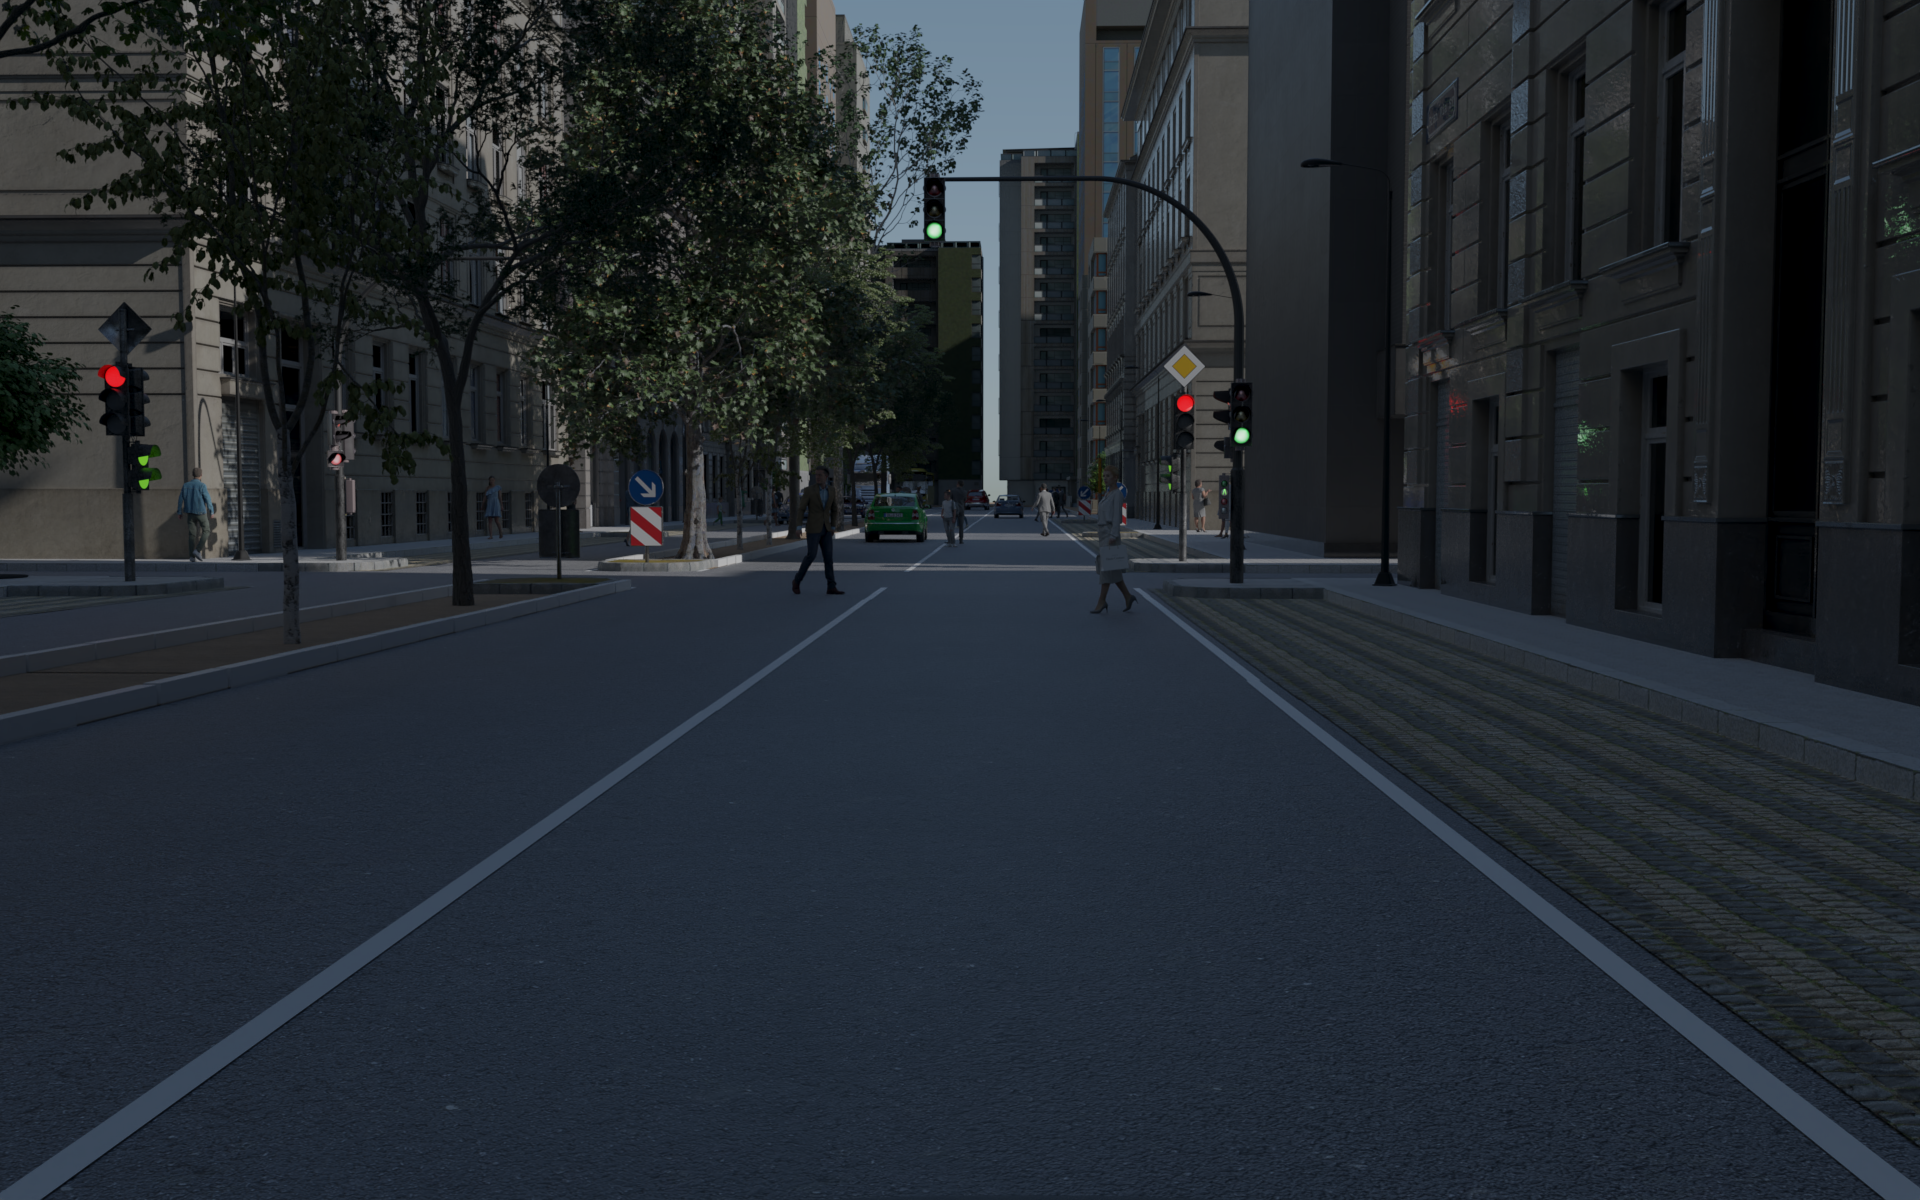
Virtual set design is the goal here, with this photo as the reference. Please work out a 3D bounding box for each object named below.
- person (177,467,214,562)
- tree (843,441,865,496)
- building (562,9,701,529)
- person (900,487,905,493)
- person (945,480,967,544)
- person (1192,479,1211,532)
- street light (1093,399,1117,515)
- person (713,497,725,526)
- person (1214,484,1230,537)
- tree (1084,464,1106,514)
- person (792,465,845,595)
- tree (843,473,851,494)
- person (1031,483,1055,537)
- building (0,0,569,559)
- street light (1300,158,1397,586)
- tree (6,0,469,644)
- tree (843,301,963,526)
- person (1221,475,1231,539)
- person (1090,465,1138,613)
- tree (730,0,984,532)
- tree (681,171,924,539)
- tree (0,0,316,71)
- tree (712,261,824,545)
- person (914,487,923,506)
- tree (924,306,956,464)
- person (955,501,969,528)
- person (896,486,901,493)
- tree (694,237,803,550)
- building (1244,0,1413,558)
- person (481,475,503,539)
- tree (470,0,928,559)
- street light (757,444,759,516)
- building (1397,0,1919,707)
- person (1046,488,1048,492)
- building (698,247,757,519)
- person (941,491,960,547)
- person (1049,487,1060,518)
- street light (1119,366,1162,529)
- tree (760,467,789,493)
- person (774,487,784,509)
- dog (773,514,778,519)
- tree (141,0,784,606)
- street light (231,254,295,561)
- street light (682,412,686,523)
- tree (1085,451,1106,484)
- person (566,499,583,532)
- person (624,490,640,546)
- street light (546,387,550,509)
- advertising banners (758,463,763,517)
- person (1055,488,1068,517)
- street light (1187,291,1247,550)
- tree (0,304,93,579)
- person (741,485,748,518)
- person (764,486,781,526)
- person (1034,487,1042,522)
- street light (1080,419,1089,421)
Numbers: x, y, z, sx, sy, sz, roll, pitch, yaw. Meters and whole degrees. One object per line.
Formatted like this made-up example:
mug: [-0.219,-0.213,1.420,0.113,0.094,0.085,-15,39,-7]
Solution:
person: [-14.442,-1.610,32.717,0.601,1.785,0.444,0,4,6]
tree: [-10.343,-12.539,155.378,4.737,8.622,4.395,0,3,0]
building: [-19.275,-14.261,74.969,13.314,21.916,24.055,0,4,2]
person: [-3.420,-5.650,100.736,0.638,1.841,0.748,1,4,10]
person: [-0.121,-2.549,49.984,0.655,1.846,0.447,-1,4,-17]
person: [8.145,-3.164,58.129,0.716,1.782,0.532,3,5,42]
street light: [7.363,-6.882,85.065,1.470,5.913,1.316,0,4,2]
person: [-10.737,-3.937,77.115,0.590,1.304,0.306,-1,4,-17]
person: [7.899,-2.752,51.139,0.778,1.811,0.616,2,4,29]
tree: [8.726,-7.136,111.268,1.663,3.219,1.824,0,3,0]
person: [-2.054,-0.998,24.721,0.836,1.842,0.656,2,4,24]
tree: [-10.543,-10.227,161.820,1.663,3.219,1.824,0,3,0]
person: [2.848,-3.048,58.605,0.678,1.792,0.850,-2,4,-25]
building: [-21.771,-13.120,47.800,16.112,22.955,30.059,0,4,2]
street light: [5.409,-3.154,24.107,1.470,5.913,1.316,0,4,2]
tree: [-6.323,-3.863,15.984,4.737,8.622,4.395,0,3,0]
tree: [-3.990,-9.018,84.311,8.767,10.594,7.601,0,4,2]
person: [7.832,-2.674,49.646,0.514,1.842,0.818,-3,5,-44]
person: [1.863,-0.736,20.881,0.624,1.780,0.694,0,4,-2]
tree: [-5.808,-12.712,66.194,12.611,20.169,13.585,0,3,0]
tree: [-5.327,-8.202,54.685,7.486,12.596,7.792,0,3,0]
tree: [-6.143,-4.908,8.464,9.928,11.665,9.643,0,3,0]
tree: [-5.345,-5.847,48.413,4.360,8.622,3.978,0,3,0]
person: [-1.957,-4.644,84.696,0.520,1.790,0.573,2,4,33]
tree: [-4.137,-10.477,91.888,7.486,12.596,7.792,0,3,0]
person: [0.045,-3.888,72.661,0.643,1.750,0.593,3,5,43]
person: [-2.722,-4.063,75.107,0.511,1.800,0.466,2,4,30]
tree: [-5.596,-5.563,43.779,4.737,8.622,4.395,0,3,0]
building: [19.371,-15.011,38.932,24.014,27.812,14.314,0,4,2]
person: [-13.304,-2.638,49.270,0.616,1.811,0.778,1,4,8]
tree: [-5.602,-7.151,36.391,9.611,12.733,9.660,0,3,0]
street light: [-11.240,-7.859,101.034,1.470,5.913,1.316,0,4,2]
building: [11.495,-13.113,11.658,12.463,27.353,25.104,0,4,2]
person: [5.281,-5.909,105.462,0.601,1.785,0.444,0,4,6]
building: [-17.534,-14.203,96.841,10.561,19.102,19.286,0,4,2]
person: [-0.262,-2.189,46.883,0.503,1.515,0.523,0,4,-2]
person: [5.606,-5.787,102.889,0.659,1.850,0.755,-3,5,-39]
street light: [6.650,-5.524,62.857,1.470,5.913,1.316,0,4,2]
tree: [-11.608,-6.935,107.984,1.663,3.219,1.824,0,3,0]
person: [-10.261,-5.461,97.559,0.659,1.850,0.755,0,4,-5]
dog: [-9.318,-4.212,88.156,0.540,0.507,0.406,-2,4,-32]
tree: [-6.320,-5.218,22.185,8.767,10.594,7.601,0,4,2]
street light: [-13.349,-3.715,33.282,1.470,5.913,1.316,0,4,2]
street light: [-11.786,-6.431,77.694,1.470,5.913,1.316,0,4,2]
tree: [9.939,-7.989,114.333,4.285,4.588,4.351,0,3,0]
person: [-13.000,-3.230,58.210,0.474,1.900,0.648,-2,4,-30]
person: [-9.023,-2.390,47.605,0.654,1.822,0.581,-3,5,-42]
street light: [-12.681,-5.073,55.491,1.470,5.913,1.316,0,4,2]
advertising banners: [-11.287,-6.217,97.834,0.090,3.025,2.074,0,4,1]
person: [6.201,-5.973,106.124,0.822,1.834,0.622,3,5,44]
street light: [5.896,-4.113,39.796,1.470,5.913,1.316,0,4,2]
tree: [-15.125,-2.604,26.295,4.285,4.588,4.351,0,3,0]
person: [-11.835,-5.338,93.570,0.600,1.795,0.529,2,4,32]
person: [-8.411,-4.227,77.704,0.778,1.811,0.616,-1,4,-19]
person: [4.157,-4.967,89.985,0.850,1.792,0.678,3,5,45]
street light: [8.152,-8.279,107.899,1.470,5.913,1.316,0,4,2]
